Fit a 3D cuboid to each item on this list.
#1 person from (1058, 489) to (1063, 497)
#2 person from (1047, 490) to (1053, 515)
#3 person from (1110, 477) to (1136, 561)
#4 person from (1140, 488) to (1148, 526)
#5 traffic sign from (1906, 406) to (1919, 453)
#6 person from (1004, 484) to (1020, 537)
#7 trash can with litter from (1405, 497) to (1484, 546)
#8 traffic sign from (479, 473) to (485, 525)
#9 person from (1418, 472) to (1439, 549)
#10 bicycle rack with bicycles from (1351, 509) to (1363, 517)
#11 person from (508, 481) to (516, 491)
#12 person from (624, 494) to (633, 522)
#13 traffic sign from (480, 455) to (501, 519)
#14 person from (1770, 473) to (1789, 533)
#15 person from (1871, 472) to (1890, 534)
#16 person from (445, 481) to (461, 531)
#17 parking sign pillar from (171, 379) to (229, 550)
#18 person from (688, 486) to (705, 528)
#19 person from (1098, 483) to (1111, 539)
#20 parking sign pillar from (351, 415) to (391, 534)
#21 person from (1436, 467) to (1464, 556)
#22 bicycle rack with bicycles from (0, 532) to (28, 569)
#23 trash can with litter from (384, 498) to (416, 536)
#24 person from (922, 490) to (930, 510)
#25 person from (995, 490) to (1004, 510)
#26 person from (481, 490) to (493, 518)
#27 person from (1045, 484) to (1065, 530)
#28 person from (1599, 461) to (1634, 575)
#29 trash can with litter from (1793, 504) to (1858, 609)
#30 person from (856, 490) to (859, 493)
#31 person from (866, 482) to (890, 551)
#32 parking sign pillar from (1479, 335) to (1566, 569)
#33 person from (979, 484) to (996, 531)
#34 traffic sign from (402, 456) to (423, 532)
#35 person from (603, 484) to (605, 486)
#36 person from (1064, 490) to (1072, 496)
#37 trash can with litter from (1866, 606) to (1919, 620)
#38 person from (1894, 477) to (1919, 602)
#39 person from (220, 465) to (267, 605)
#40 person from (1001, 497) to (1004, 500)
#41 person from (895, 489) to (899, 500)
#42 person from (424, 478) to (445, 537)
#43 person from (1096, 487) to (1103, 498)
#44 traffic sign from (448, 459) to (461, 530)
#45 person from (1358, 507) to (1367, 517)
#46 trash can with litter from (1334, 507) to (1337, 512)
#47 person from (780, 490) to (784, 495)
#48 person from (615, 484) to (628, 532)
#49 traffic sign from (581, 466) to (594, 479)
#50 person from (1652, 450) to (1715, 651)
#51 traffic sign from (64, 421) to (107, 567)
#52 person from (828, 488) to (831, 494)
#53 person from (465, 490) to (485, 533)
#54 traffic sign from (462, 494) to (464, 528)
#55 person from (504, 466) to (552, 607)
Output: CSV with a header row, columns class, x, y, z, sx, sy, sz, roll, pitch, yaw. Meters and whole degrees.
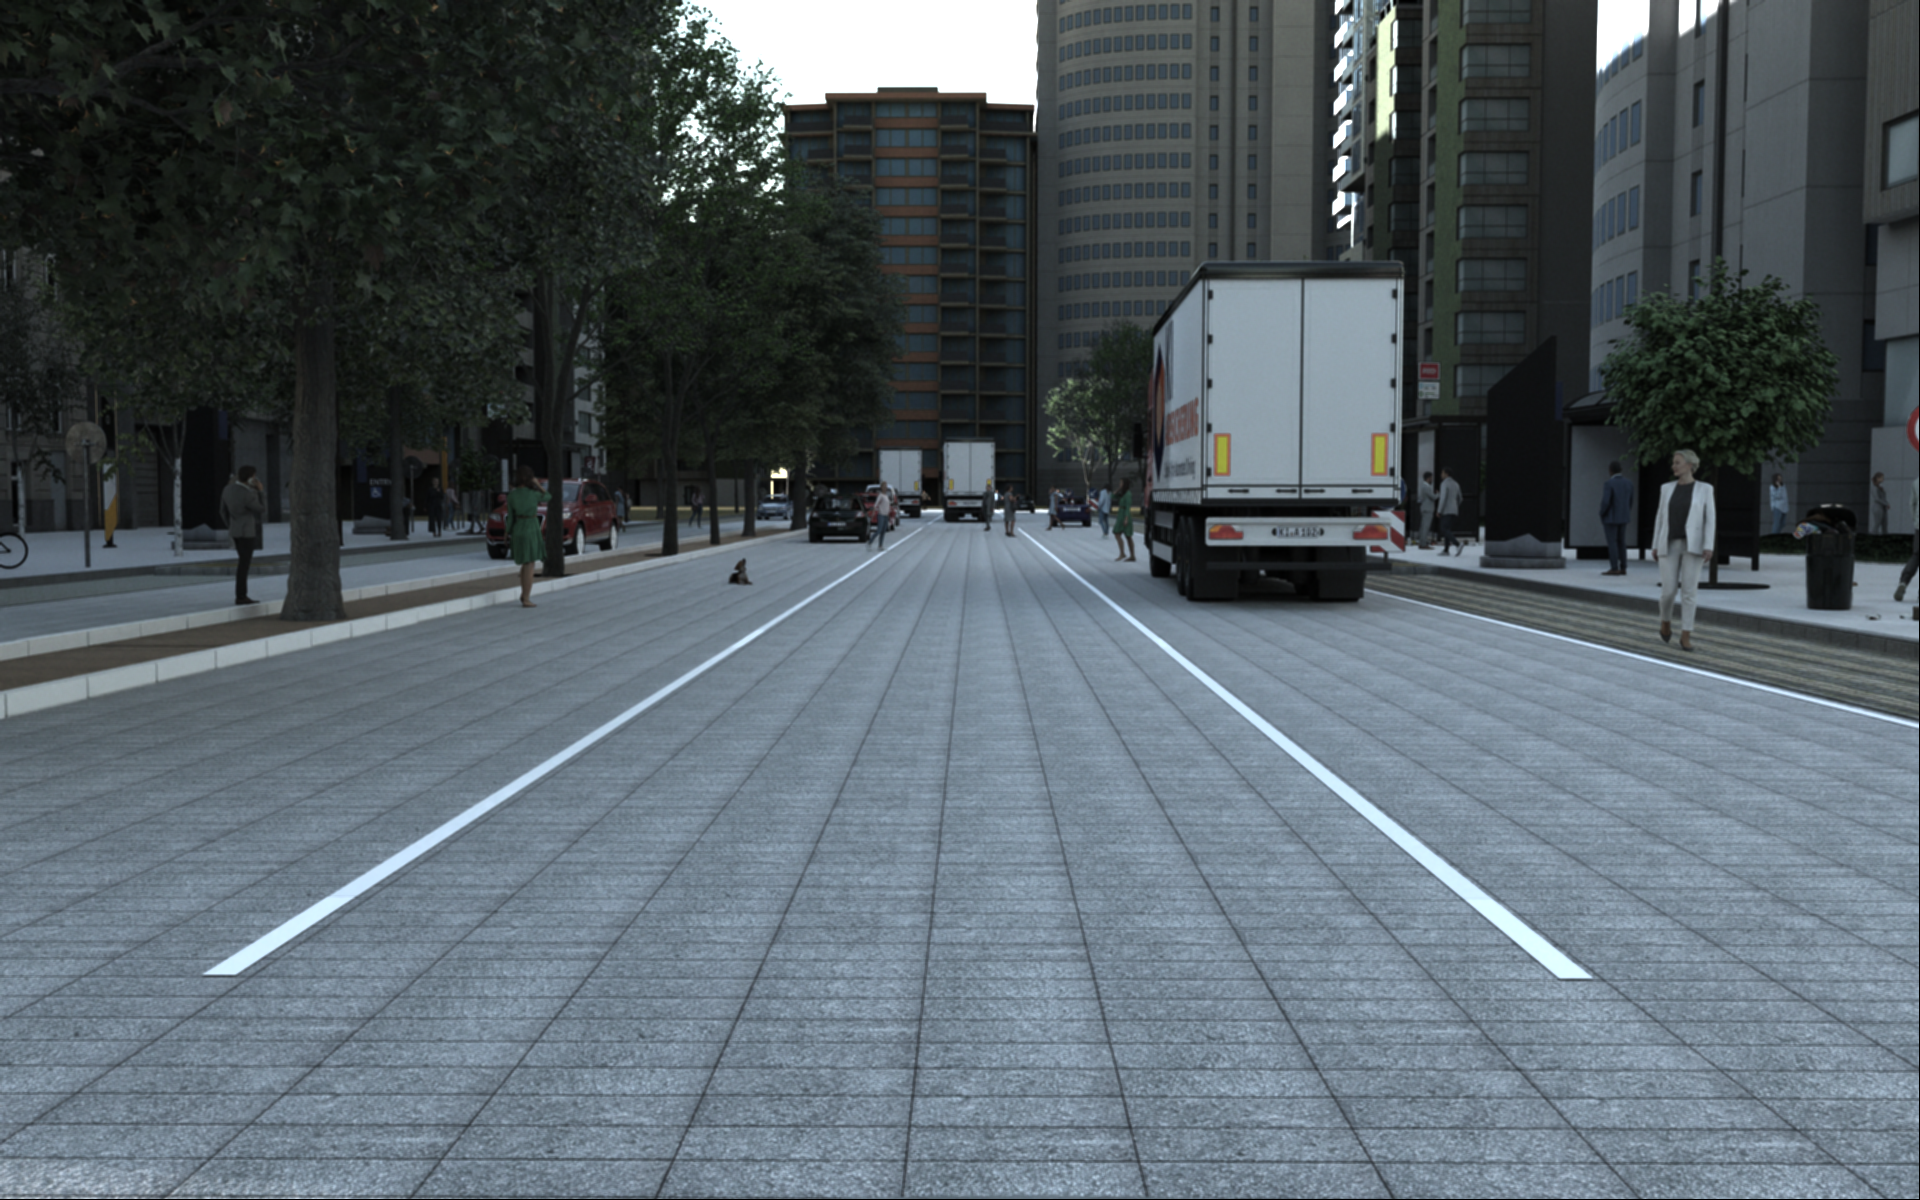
class,x,y,z,sx,sy,sz,roll,pitch,yaw
person,7.876,-7.945,138.389,1.348,1.826,0.705,3,5,42
person,6.303,-6.806,120.327,0.434,1.755,0.990,-1,4,-19
person,3.517,-1.716,36.808,0.529,1.795,0.600,-1,4,-18
person,8.323,-4.232,77.871,0.537,1.800,0.526,-1,4,-15
traffic sign,13.286,-1.441,23.669,0.768,2.556,0.104,0,4,7
person,1.773,-3.017,58.178,0.532,1.782,0.716,-1,4,-18
trash can with litter,11.996,-1.972,43.297,2.233,1.210,1.678,0,4,6
traffic sign,-19.829,-4.401,72.069,0.768,2.556,0.104,0,4,5
person,10.929,-2.084,40.296,0.466,1.800,0.511,-1,4,-8
bicycle rack with bicycles,12.231,-2.845,59.893,2.852,0.926,2.925,-2,4,-35
person,-13.472,-2.693,52.487,0.822,1.834,0.622,0,4,4
person,-15.541,-4.327,81.066,0.640,1.303,0.475,3,5,43
traffic sign,-15.265,-3.428,56.161,0.768,2.556,0.104,0,4,7
person,19.992,-2.203,42.329,0.793,1.790,0.793,1,4,20
person,21.552,-2.083,40.380,0.573,1.790,0.520,2,4,28
person,-17.758,-3.288,60.394,0.593,1.750,0.643,3,5,44
parking sign pillar,-17.645,-3.174,40.362,1.447,3.967,1.447,2,4,28
person,-11.075,-3.884,72.597,0.643,1.750,0.593,3,4,36
person,4.655,-2.863,55.568,0.793,1.790,0.793,0,4,7
parking sign pillar,-18.800,-4.107,55.622,1.447,3.967,1.447,-2,4,-26
person,10.192,-1.835,35.898,0.661,1.843,0.795,-3,4,-38
bicycle rack with bicycles,-17.408,-0.971,29.262,2.925,0.926,2.852,-2,4,-28
trash can with litter,-17.151,-2.543,52.962,0.624,1.170,1.055,1,4,9
person,-3.145,-8.862,153.400,1.348,1.823,0.705,-3,4,-38
person,3.328,-8.952,154.853,1.348,1.826,0.705,2,4,28
person,-25.218,-5.242,92.286,0.750,1.759,0.617,-1,4,-19
person,3.770,-3.679,68.744,0.778,1.811,0.616,0,4,7
person,10.380,-1.293,27.362,0.721,1.800,0.419,-2,4,-30
trash can with litter,9.765,-0.496,19.503,0.624,1.170,1.055,2,4,30
person,-7.591,-7.217,127.221,1.217,1.735,0.721,1,4,20
person,-2.092,-2.106,43.601,0.598,1.740,0.731,1,4,13
parking sign pillar,9.823,-2.549,30.141,1.447,3.967,1.447,-3,4,-36
person,1.065,-3.625,67.867,0.694,1.812,0.767,2,4,35
traffic sign,-18.329,-3.536,57.916,0.768,2.556,0.104,0,4,6
person,-20.151,-5.654,98.348,0.599,1.838,0.709,0,4,-1
person,8.001,-7.304,128.719,0.742,1.727,0.445,2,4,27
trash can with litter,10.296,-0.376,17.199,2.233,1.210,1.678,3,5,39
person,11.517,-0.851,20.444,0.515,1.767,0.782,-1,4,-20
person,-9.294,-0.845,22.502,0.473,1.802,0.592,-3,5,-41
person,4.014,-8.252,144.095,1.217,1.739,0.721,1,4,18
person,-3.657,-5.280,95.549,0.721,1.735,1.217,1,4,22
person,-15.724,-2.776,51.851,0.576,1.772,0.534,-2,4,-30
person,10.791,-7.596,130.319,1.350,1.814,0.705,2,4,29
traffic sign,-18.118,-3.815,62.476,0.768,2.556,0.104,1,4,10
person,13.342,-3.087,56.783,0.850,1.792,0.678,3,5,43
trash can with litter,13.817,-3.331,65.847,0.624,1.170,1.055,-3,5,-41
person,-12.859,-7.134,126.072,0.436,1.711,0.756,-2,4,-33
person,-12.705,-3.449,64.985,0.616,1.811,0.778,-3,5,-40
traffic sign,-17.181,-4.855,79.480,0.768,2.556,0.104,0,4,8
person,6.686,-0.468,16.036,0.514,1.842,0.818,1,4,16
traffic sign,-15.283,-1.845,30.274,0.768,2.556,0.104,0,4,4
person,-9.172,-6.935,121.892,0.705,1.824,1.348,-1,4,-15
person,-16.150,-3.148,57.608,0.767,1.812,0.694,-2,4,-31
traffic sign,-18.744,-3.985,65.266,0.768,2.556,0.104,0,4,2
person,-5.547,-0.817,22.100,0.600,1.795,0.529,0,4,1
